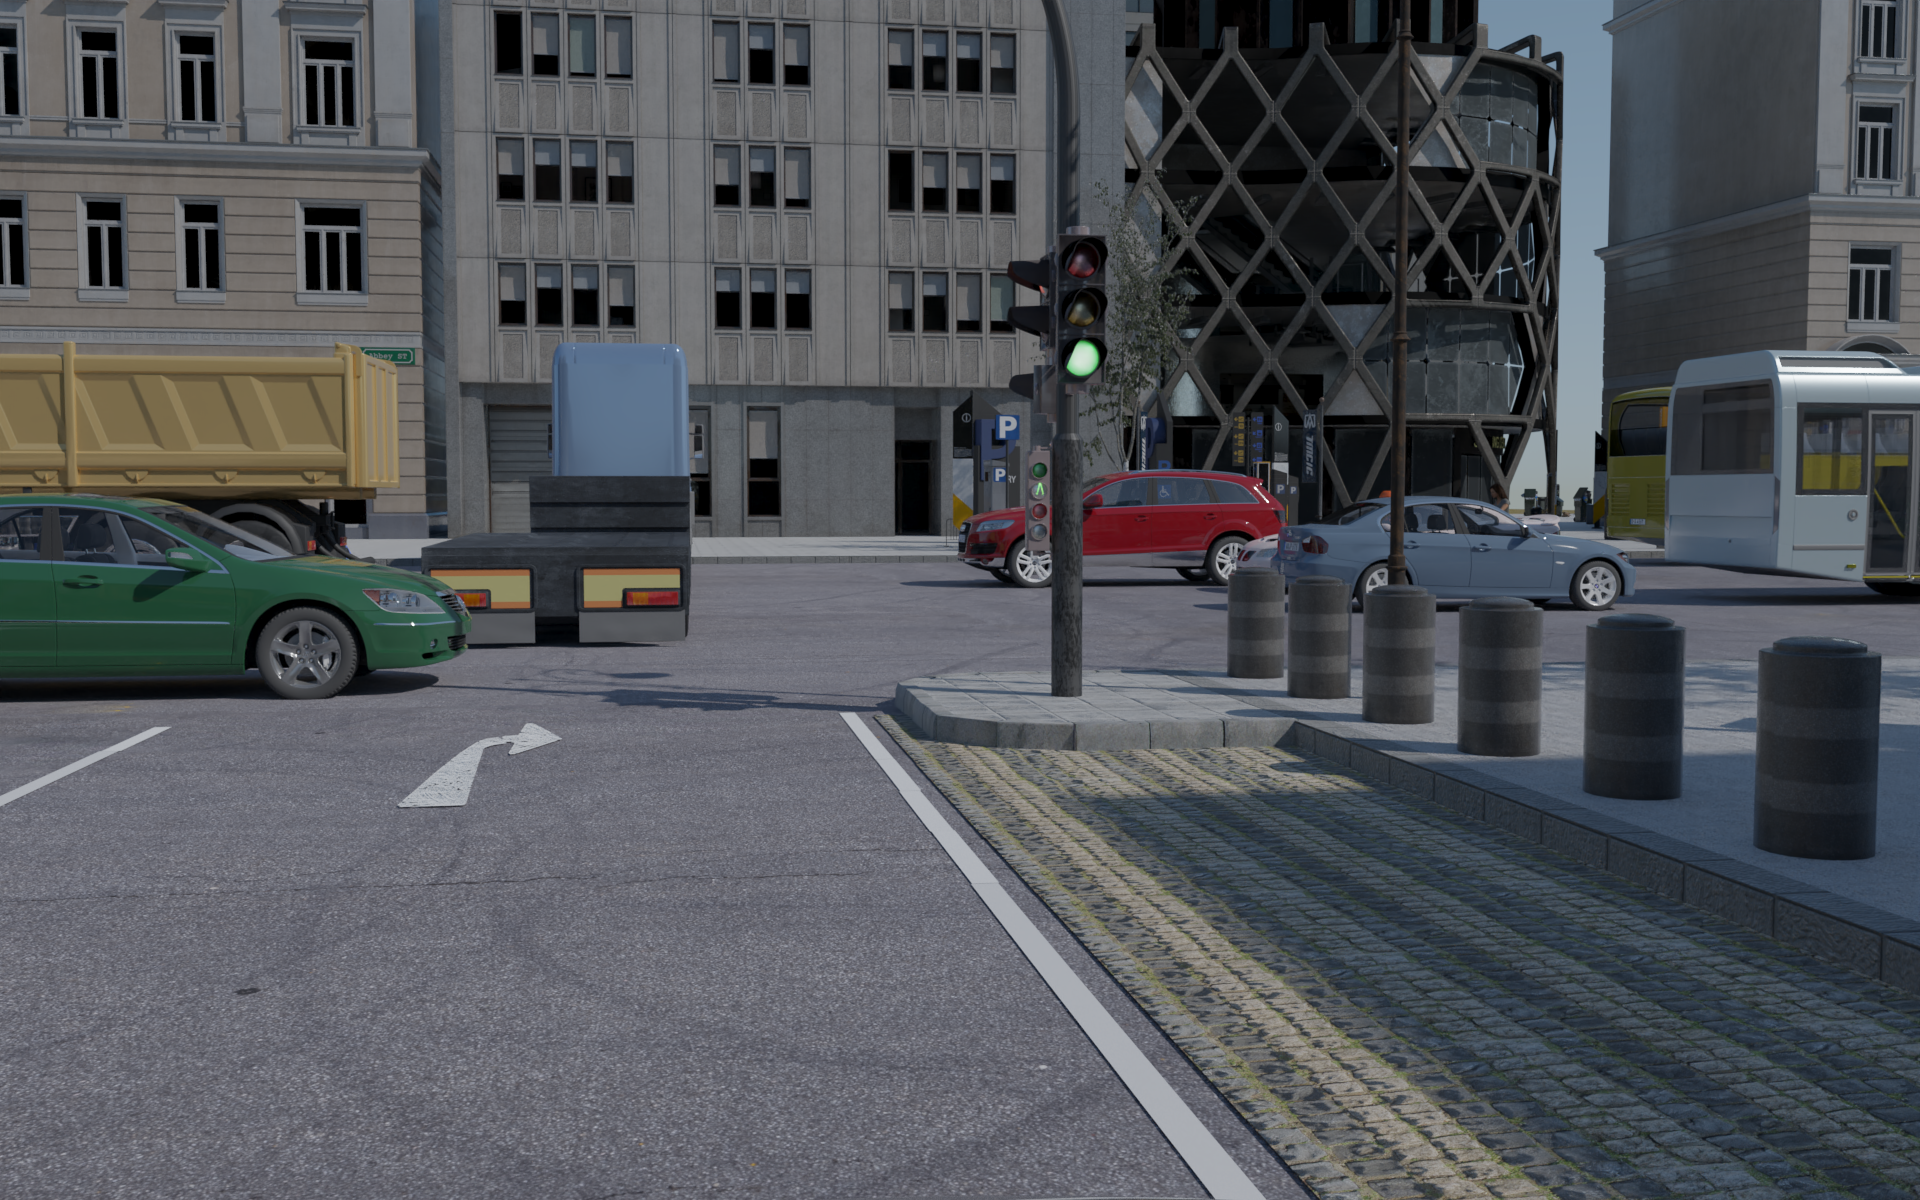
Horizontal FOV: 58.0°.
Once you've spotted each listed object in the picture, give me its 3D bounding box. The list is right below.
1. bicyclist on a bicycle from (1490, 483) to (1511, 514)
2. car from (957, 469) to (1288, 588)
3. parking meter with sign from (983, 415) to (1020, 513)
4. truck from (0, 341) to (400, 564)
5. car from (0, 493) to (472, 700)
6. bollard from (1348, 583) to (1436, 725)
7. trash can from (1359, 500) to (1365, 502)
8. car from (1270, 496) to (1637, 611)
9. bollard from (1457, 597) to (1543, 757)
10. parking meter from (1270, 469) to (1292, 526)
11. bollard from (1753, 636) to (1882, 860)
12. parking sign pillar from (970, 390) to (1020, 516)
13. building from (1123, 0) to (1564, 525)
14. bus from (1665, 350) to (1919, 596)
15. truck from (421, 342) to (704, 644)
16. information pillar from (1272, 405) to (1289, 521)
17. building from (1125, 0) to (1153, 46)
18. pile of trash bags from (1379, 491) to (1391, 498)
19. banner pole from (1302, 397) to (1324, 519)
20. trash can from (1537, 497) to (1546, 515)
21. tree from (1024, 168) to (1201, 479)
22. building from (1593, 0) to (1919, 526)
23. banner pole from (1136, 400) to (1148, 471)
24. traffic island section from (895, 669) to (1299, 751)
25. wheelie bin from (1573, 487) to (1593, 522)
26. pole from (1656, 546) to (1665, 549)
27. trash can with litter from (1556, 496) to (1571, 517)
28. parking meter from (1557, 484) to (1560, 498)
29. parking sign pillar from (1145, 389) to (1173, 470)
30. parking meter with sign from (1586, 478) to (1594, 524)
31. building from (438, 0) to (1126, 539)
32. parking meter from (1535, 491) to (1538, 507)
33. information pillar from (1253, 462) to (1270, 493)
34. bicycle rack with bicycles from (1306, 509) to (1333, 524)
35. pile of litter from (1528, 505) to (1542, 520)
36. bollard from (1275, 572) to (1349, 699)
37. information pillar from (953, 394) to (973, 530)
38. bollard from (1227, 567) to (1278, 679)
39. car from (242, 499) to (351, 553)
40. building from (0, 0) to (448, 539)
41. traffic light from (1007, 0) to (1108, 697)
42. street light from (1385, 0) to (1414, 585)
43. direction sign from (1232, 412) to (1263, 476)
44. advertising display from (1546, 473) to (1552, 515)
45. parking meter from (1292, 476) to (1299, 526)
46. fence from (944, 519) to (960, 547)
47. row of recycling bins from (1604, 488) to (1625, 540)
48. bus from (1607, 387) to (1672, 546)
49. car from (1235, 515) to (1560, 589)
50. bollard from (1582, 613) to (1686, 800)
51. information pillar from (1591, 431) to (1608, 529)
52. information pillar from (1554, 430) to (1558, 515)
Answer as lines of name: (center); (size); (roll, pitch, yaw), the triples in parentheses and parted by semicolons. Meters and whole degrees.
bicyclist on a bicycle: (9.044, -1.183, 29.360); (1.625, 1.676, 1.499); (0, 4, -8)
car: (2.595, -1.151, 27.494); (5.304, 1.827, 2.281); (-1, 4, -10)
parking meter with sign: (0.836, -2.613, 38.985); (0.543, 3.016, 1.738); (-1, 4, -14)
truck: (-11.786, -1.482, 20.162); (9.791, 3.379, 3.469); (-1, 4, -9)
car: (-6.117, -0.053, 12.663); (4.920, 1.459, 2.131); (-1, 4, -9)
bollard: (2.484, 0.300, 9.808); (0.404, 0.777, 0.398); (0, 3, 0)
trash can: (10.583, -2.005, 44.429); (0.748, 1.137, 0.748); (0, 3, 0)
car: (6.190, -0.595, 21.739); (4.499, 1.417, 2.014); (-1, 4, -9)
bollard: (2.685, 0.373, 8.616); (0.404, 0.777, 0.398); (0, 3, 0)
parking meter: (7.419, -2.118, 40.337); (0.399, 1.863, 0.255); (-1, 4, -13)
bollard: (3.086, 0.519, 6.237); (0.404, 0.777, 0.398); (0, 3, 0)
parking sign pillar: (0.922, -3.475, 45.282); (1.447, 3.967, 1.447); (-2, 4, -31)
building: (12.032, -11.881, 61.704); (16.811, 18.784, 16.820); (-1, 4, -10)
bus: (16.632, -1.790, 24.126); (13.247, 3.499, 2.948); (-1, 4, -9)
truck: (-5.164, -2.167, 25.183); (2.967, 4.110, 18.799); (-1, 4, -9)
information pillar: (8.483, -3.341, 45.980); (0.504, 3.616, 0.183); (-2, 4, -26)
building: (8.460, -41.603, 118.456); (20.563, 71.187, 20.611); (-1, 4, -10)
pile of trash bags: (12.915, -2.399, 48.970); (3.447, 1.369, 1.912); (-3, 5, -44)
banner pole: (9.221, -3.369, 45.104); (0.401, 3.779, 0.863); (-3, 4, -37)
trash can: (32.348, -5.162, 96.056); (0.748, 1.137, 0.748); (0, 3, 0)
tree: (3.670, -5.457, 39.578); (4.360, 8.622, 3.978); (0, 3, 0)
building: (36.068, -16.980, 63.531); (20.117, 28.700, 13.634); (-1, 4, -10)
banner pole: (4.817, -3.425, 46.009); (0.401, 3.779, 0.863); (2, 4, 30)
traffic island section: (0.690, 0.687, 11.054); (2.009, 0.180, 2.903); (-1, 4, -10)
wheelie bin: (28.480, -4.359, 79.183); (0.693, 1.594, 0.980); (-1, 4, -15)
pole: (16.439, -2.855, 40.517); (0.158, 3.312, 0.155); (0, 3, 0)
trash can with litter: (33.514, -5.197, 96.361); (0.624, 1.170, 1.055); (-3, 4, -38)
parking meter: (34.551, -5.782, 100.242); (0.255, 1.863, 0.399); (1, 4, 15)
parking sign pillar: (5.036, -3.384, 43.805); (1.447, 3.967, 1.447); (0, 4, -5)
parking meter with sign: (27.281, -4.741, 73.769); (1.738, 3.016, 0.543); (-3, 5, -44)
building: (-5.836, -14.574, 56.314); (19.932, 24.808, 12.078); (-1, 4, -10)
parking meter: (35.681, -6.065, 107.574); (0.372, 1.533, 0.369); (0, 3, 0)
information pillar: (6.882, -2.145, 39.570); (0.304, 2.012, 0.304); (0, 4, -8)
bicycle rack with bicycles: (9.995, -1.716, 41.436); (2.852, 0.926, 2.925); (-2, 4, -28)
pile of litter: (22.641, -3.352, 68.763); (1.176, 0.858, 1.719); (1, 4, 12)
bollard: (2.282, 0.228, 10.993); (0.404, 0.777, 0.398); (0, 3, 0)
information pillar: (0.085, -3.017, 40.677); (0.504, 3.616, 0.183); (0, 4, 6)
bollard: (2.082, 0.155, 12.183); (0.404, 0.777, 0.398); (0, 3, 0)
car: (-10.119, -0.844, 23.389); (3.694, 1.707, 1.945); (-1, 4, -11)
building: (-25.803, -16.335, 52.985); (20.117, 28.700, 13.634); (-1, 4, -10)
traffic light: (-1.399, -2.188, 10.447); (4.771, 5.953, 1.251); (-1, 4, -10)
street light: (2.716, -2.316, 10.647); (0.468, 5.910, 1.993); (-1, 4, -10)
direction sign: (7.978, -3.429, 48.065); (0.876, 3.537, 0.379); (-1, 4, -11)
advertising display: (18.108, -2.939, 53.267); (0.123, 1.923, 0.974); (1, 4, 16)
parking meter: (10.079, -2.873, 52.680); (0.399, 1.863, 0.255); (-1, 4, -20)
fence: (0.639, -1.653, 42.404); (2.069, 0.683, 0.278); (-1, 4, -10)
row of recycling bins: (19.504, -2.479, 47.650); (3.534, 1.692, 1.069); (3, 5, 41)
bus: (19.713, -2.718, 35.980); (12.252, 3.916, 2.896); (-1, 4, -10)
car: (6.473, -0.811, 25.629); (4.827, 1.381, 2.083); (-1, 4, -9)
bollard: (2.888, 0.446, 7.422); (0.404, 0.777, 0.398); (0, 3, 0)
information pillar: (23.632, -4.439, 63.939); (0.183, 3.616, 0.504); (-3, 5, -41)
information pillar: (21.707, -4.397, 63.238); (0.183, 3.616, 0.504); (0, 4, 7)
